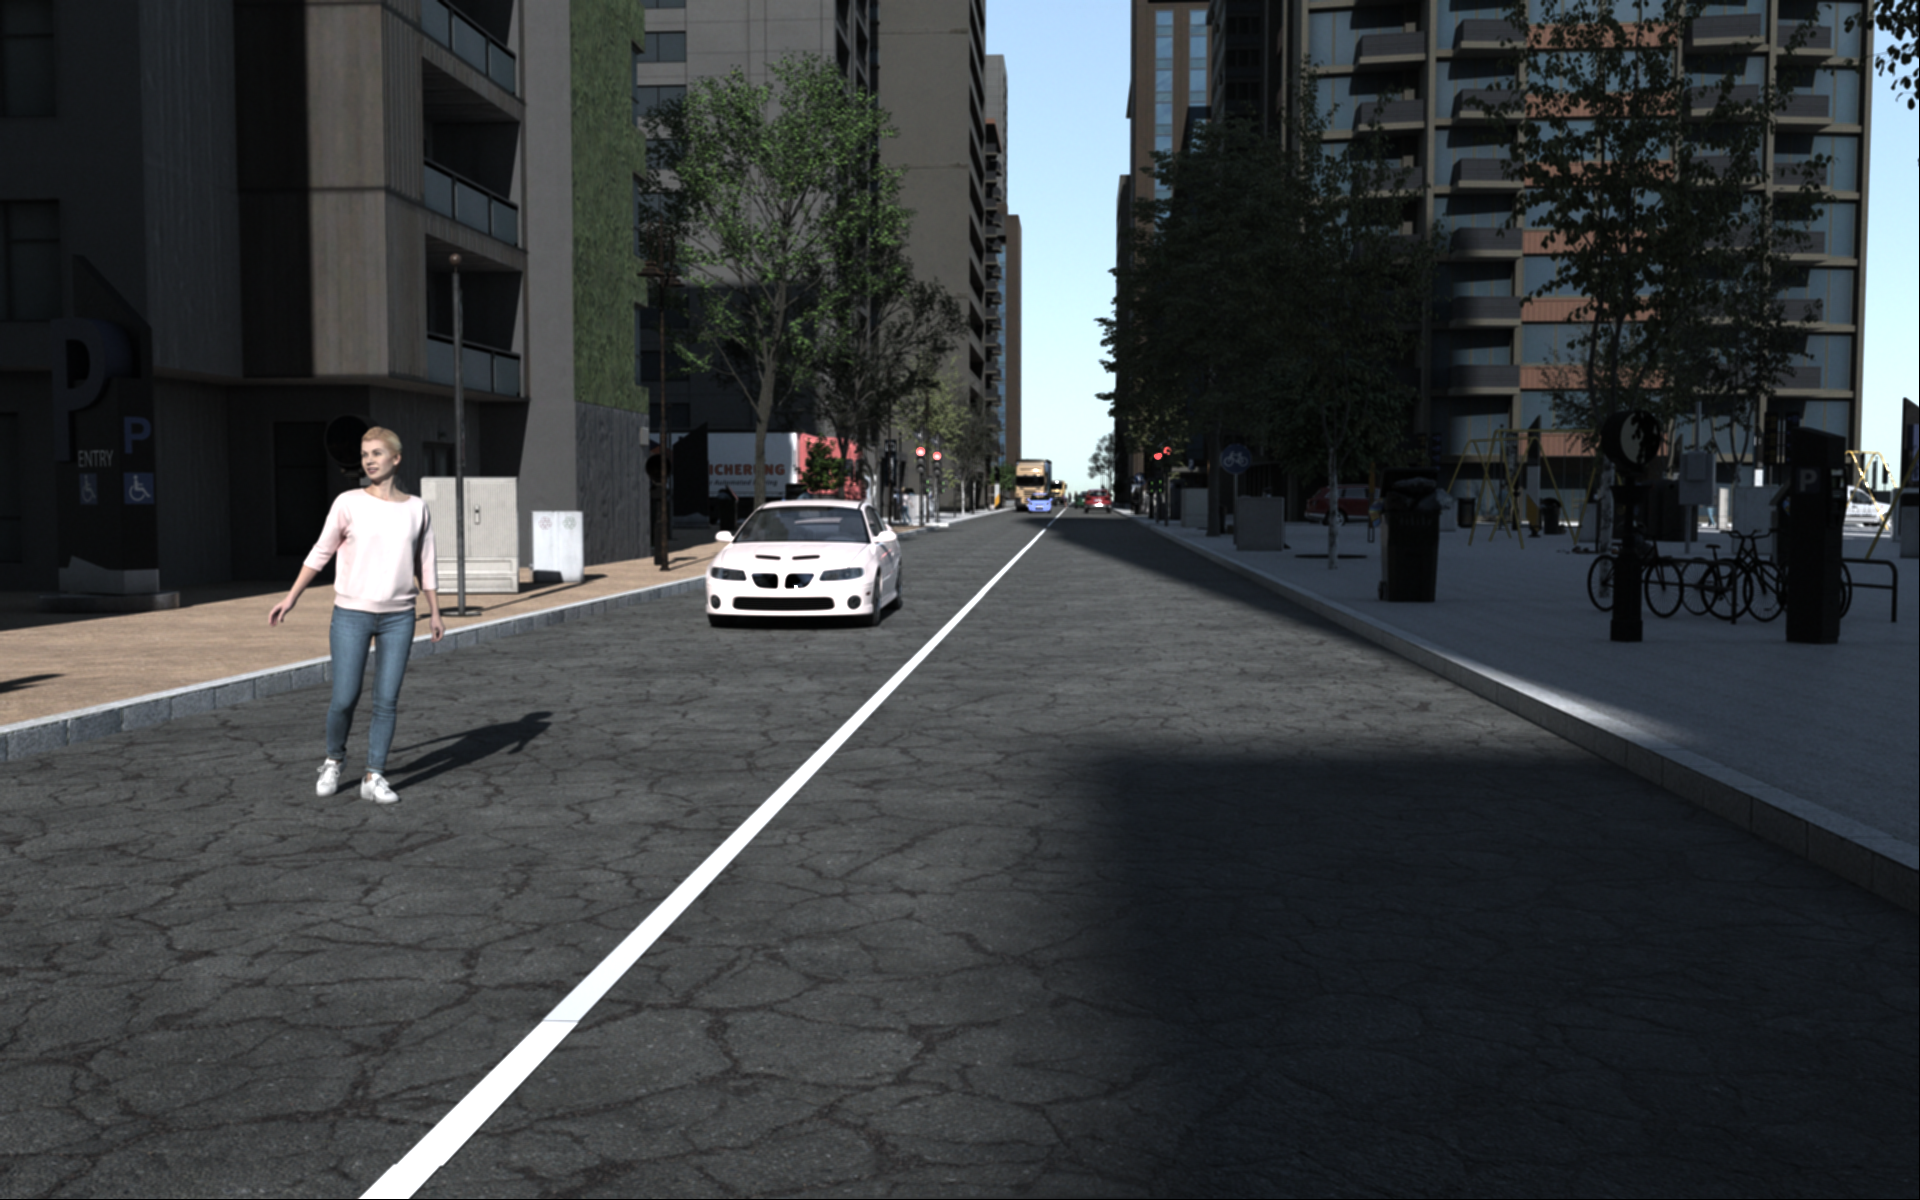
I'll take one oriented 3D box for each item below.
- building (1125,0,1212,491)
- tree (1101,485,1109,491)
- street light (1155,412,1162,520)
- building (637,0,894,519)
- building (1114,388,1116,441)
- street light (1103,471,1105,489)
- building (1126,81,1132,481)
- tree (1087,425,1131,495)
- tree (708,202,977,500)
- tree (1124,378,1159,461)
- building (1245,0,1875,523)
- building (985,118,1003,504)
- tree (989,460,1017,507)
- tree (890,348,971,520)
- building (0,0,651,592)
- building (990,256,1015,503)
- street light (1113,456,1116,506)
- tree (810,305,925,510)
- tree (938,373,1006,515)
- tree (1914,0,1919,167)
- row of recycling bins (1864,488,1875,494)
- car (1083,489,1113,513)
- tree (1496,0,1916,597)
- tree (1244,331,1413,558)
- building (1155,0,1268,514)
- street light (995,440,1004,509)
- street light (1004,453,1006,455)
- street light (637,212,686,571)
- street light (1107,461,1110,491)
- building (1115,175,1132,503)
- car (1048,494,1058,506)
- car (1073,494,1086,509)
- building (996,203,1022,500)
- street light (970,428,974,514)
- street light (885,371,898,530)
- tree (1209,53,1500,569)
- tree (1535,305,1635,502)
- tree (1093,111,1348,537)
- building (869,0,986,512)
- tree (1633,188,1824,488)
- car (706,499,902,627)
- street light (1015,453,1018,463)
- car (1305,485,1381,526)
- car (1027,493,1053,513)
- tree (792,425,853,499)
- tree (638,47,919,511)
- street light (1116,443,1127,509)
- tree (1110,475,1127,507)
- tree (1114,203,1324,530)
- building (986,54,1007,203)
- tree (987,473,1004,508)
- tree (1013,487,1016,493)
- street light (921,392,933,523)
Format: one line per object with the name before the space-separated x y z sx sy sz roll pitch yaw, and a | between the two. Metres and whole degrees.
building | 20.946 -30.021 140.955 14.600 45.320 14.200 0 4 4
tree | 25.412 -19.168 308.002 1.663 3.219 1.824 0 3 0
street light | 9.713 -6.804 84.038 0.468 5.910 1.993 0 4 4
building | -13.646 -40.355 98.048 20.563 71.187 20.611 0 4 4
building | 38.605 -26.280 274.708 27.650 21.520 28.899 0 4 4
street light | 20.724 -16.556 243.475 0.468 5.910 1.993 0 4 4
building | 34.796 -37.978 210.174 28.713 52.752 27.495 0 4 4
tree | 20.616 -18.397 235.196 7.601 10.594 8.767 1 4 17
tree | -3.886 -7.416 55.666 8.767 10.594 7.601 -1 4 -9
tree | 11.340 -9.014 97.748 4.737 8.622 4.395 0 3 0
building | 28.206 -26.387 86.053 28.867 44.769 22.147 0 4 4
building | -6.521 -33.279 198.735 22.147 44.769 28.867 0 4 4
tree | 4.406 -11.215 167.081 4.285 4.588 4.351 0 3 0
tree | -1.272 -8.323 86.448 4.737 8.622 4.395 0 3 0
building | -13.755 -21.039 27.583 14.154 41.232 14.086 0 4 4
building | -7.112 -34.183 250.769 32.217 40.220 23.993 0 4 4
street light | 17.244 -13.476 193.114 0.468 5.910 1.993 0 4 4
tree | -3.524 -7.107 66.563 4.360 8.622 3.978 0 3 0
tree | 0.266 -9.445 104.784 4.360 8.622 3.978 0 3 0
tree | 8.331 -3.755 11.755 4.737 8.622 4.395 0 3 0
row of recycling bins | 62.855 -7.087 122.984 3.534 1.692 1.069 2 4 25
car | 10.380 -7.451 130.503 2.281 1.827 5.304 0 4 4
tree | 8.267 -4.338 21.292 4.737 8.622 4.395 0 3 0
tree | 7.454 -3.142 35.080 4.285 4.588 4.351 0 3 0
building | 29.242 -25.783 113.430 32.217 40.220 23.993 0 4 4
street light | 3.196 -10.511 144.647 0.468 5.910 1.993 0 4 4
street light | 3.820 -11.093 154.150 0.468 5.910 1.993 0 4 4
street light | -4.933 -3.424 28.764 0.468 5.910 1.993 0 4 4
street light | 19.566 -15.557 227.144 0.468 5.910 1.993 0 4 4
building | 33.287 -38.217 248.556 21.300 48.544 21.600 0 4 4
car | 10.534 -11.877 203.975 2.009 1.686 4.222 0 4 2
car | 12.270 -9.754 171.272 2.131 1.459 4.920 0 4 4
building | 2.425 -37.893 269.663 14.600 45.320 14.200 0 4 4
street light | 0.843 -8.471 111.290 0.468 5.910 1.993 0 4 4
street light | -2.532 -5.470 62.230 0.468 5.910 1.993 0 4 4
tree | 6.308 -4.816 29.107 4.737 8.622 4.395 0 3 0
tree | 23.965 -7.021 65.156 4.360 8.622 3.978 0 3 0
tree | 8.052 -8.177 51.828 7.486 12.596 7.792 0 3 0
building | -9.276 -31.032 131.070 21.300 48.544 21.600 0 4 4
tree | 19.034 -5.631 42.424 4.360 8.622 3.978 0 3 0
car | -1.727 -0.484 20.276 2.083 1.381 4.827 0 4 3
street light | 6.202 -13.170 188.117 0.468 5.910 1.993 0 4 4
car | 16.930 -3.840 71.452 5.304 1.827 2.281 0 4 6
car | 6.013 -7.387 130.370 1.945 1.707 3.694 0 4 4
tree | -4.048 -3.327 49.003 1.663 3.219 1.824 0 3 0
tree | -4.594 -7.030 40.694 9.928 11.665 9.643 0 3 0
street light | 14.893 -11.436 159.758 0.468 5.910 1.993 0 4 4
tree | 18.046 -12.282 195.414 1.663 3.219 1.824 0 3 0
tree | 9.190 -8.351 62.287 9.928 11.665 9.643 0 3 0
building | -0.351 -51.959 287.773 20.563 71.187 20.611 0 4 4
tree | 3.288 -10.223 161.750 1.663 3.219 1.824 0 3 0
tree | 6.768 -12.690 202.088 1.663 3.219 1.824 0 3 0
street light | -1.458 -6.421 77.774 0.468 5.910 1.993 0 4 4
